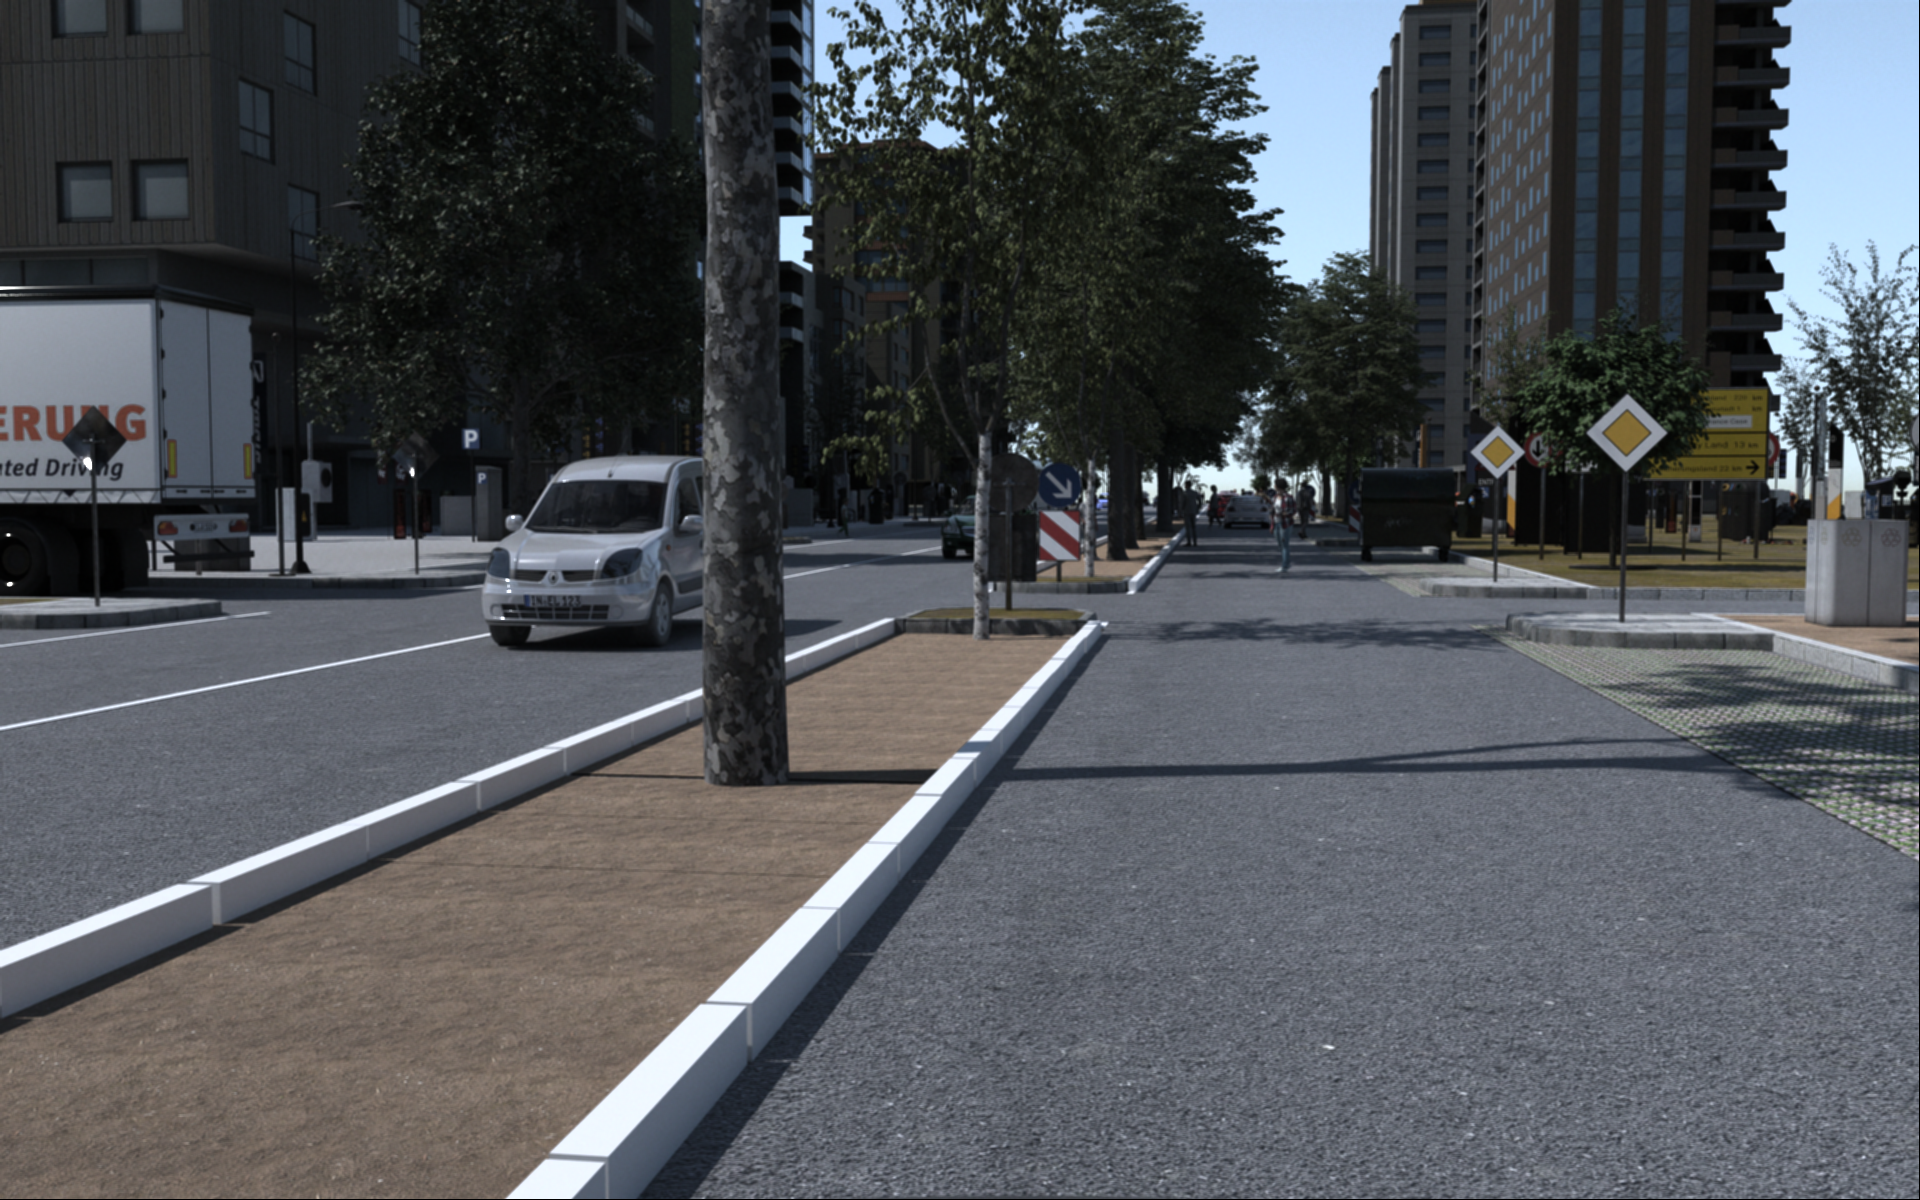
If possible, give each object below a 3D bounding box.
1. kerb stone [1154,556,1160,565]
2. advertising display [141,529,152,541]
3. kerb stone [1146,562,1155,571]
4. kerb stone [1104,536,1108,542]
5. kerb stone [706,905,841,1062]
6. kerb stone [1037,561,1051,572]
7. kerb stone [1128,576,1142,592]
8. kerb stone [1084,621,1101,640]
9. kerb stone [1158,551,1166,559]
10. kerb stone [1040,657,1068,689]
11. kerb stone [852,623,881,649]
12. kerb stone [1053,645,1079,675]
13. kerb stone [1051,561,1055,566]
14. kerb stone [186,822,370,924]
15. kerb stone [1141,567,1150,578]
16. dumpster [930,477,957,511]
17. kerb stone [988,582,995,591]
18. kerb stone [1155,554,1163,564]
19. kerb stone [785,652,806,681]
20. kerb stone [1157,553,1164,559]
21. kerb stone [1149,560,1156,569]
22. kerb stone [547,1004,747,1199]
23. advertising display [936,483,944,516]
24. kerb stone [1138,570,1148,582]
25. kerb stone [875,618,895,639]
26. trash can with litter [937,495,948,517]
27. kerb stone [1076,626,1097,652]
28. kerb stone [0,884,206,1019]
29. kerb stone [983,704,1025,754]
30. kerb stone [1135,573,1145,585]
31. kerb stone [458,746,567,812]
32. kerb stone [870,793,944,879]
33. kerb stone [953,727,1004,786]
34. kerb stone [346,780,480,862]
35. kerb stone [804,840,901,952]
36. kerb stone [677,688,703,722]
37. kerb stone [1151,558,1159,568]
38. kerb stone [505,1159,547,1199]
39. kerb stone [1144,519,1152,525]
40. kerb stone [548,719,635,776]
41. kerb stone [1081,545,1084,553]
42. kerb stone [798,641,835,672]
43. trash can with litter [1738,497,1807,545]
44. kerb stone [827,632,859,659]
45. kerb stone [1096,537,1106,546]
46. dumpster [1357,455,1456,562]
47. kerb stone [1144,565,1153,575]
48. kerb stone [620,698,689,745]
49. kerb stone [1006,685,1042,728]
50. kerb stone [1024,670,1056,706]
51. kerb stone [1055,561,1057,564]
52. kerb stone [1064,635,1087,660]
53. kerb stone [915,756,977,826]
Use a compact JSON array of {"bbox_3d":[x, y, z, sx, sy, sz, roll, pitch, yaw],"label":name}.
[{"bbox_3d":[3.792,-0.714,33.875,0.120,0.150,1.000,1,4,8],"label":"kerb stone"},{"bbox_3d":[-22.270,-2.585,47.484,0.974,1.923,0.123,-1,4,-13],"label":"advertising display"},{"bbox_3d":[3.339,-0.528,30.823,0.120,0.150,1.000,1,4,8],"label":"kerb stone"},{"bbox_3d":[4.127,-1.722,50.401,0.120,0.150,1.000,1,4,8],"label":"kerb stone"},{"bbox_3d":[-0.510,1.060,4.870,0.120,0.150,1.000,1,4,8],"label":"kerb stone"},{"bbox_3d":[1.580,-0.670,33.181,0.120,0.150,1.000,1,4,8],"label":"kerb stone"},{"bbox_3d":[2.586,-0.218,25.759,0.120,0.150,1.000,1,4,8],"label":"kerb stone"},{"bbox_3d":[1.298,0.314,17.069,0.120,0.150,1.000,1,4,8],"label":"kerb stone"},{"bbox_3d":[4.253,-0.892,36.911,0.120,0.150,1.000,1,4,8],"label":"kerb stone"},{"bbox_3d":[0.689,0.569,12.991,0.120,0.150,1.000,1,4,8],"label":"kerb stone"},{"bbox_3d":[-0.924,0.358,16.350,0.120,0.150,1.000,1,4,8],"label":"kerb stone"},{"bbox_3d":[0.843,0.501,14.012,0.120,0.150,1.000,1,4,8],"label":"kerb stone"},{"bbox_3d":[1.719,-0.733,34.198,0.120,0.150,1.000,1,4,8],"label":"kerb stone"},{"bbox_3d":[-2.429,0.977,6.223,0.120,0.150,1.000,1,4,8],"label":"kerb stone"},{"bbox_3d":[3.038,-0.403,28.794,0.120,0.150,1.000,1,4,8],"label":"kerb stone"},{"bbox_3d":[-1.074,-5.995,100.519,1.502,2.255,1.985,1,4,8],"label":"dumpster"},{"bbox_3d":[0.509,-0.236,26.059,0.120,0.150,1.000,1,4,8],"label":"kerb stone"},{"bbox_3d":[3.954,-0.775,34.889,0.120,0.150,1.000,1,4,8],"label":"kerb stone"},{"bbox_3d":[-1.377,0.543,13.311,0.120,0.150,1.000,1,4,8],"label":"kerb stone"},{"bbox_3d":[4.103,-0.838,35.900,0.120,0.150,1.000,1,4,8],"label":"kerb stone"},{"bbox_3d":[3.485,-0.588,31.842,0.120,0.150,1.000,1,4,8],"label":"kerb stone"},{"bbox_3d":[-0.667,1.122,3.859,0.120,0.150,1.000,1,4,8],"label":"kerb stone"},{"bbox_3d":[-1.106,-5.670,97.911,0.123,1.923,0.974,1,4,20],"label":"advertising display"},{"bbox_3d":[2.896,-0.339,27.779,0.120,0.150,1.000,1,4,8],"label":"kerb stone"},{"bbox_3d":[-0.781,0.296,17.363,0.120,0.150,1.000,1,4,8],"label":"kerb stone"},{"bbox_3d":[-1.377,-5.193,95.970,2.233,1.210,1.678,-1,4,-15],"label":"trash can with litter"},{"bbox_3d":[1.147,0.379,16.052,0.120,0.150,1.000,1,4,8],"label":"kerb stone"},{"bbox_3d":[-2.585,1.040,5.196,0.120,0.150,1.000,1,4,8],"label":"kerb stone"},{"bbox_3d":[0.242,0.750,9.940,0.120,0.150,1.000,1,4,8],"label":"kerb stone"},{"bbox_3d":[2.735,-0.280,26.770,0.120,0.150,1.000,1,4,8],"label":"kerb stone"},{"bbox_3d":[-2.131,0.855,8.250,0.120,0.150,1.000,1,4,8],"label":"kerb stone"},{"bbox_3d":[-0.210,0.941,6.901,0.120,0.150,1.000,1,4,8],"label":"kerb stone"},{"bbox_3d":[0.090,0.812,8.923,0.120,0.150,1.000,1,4,8],"label":"kerb stone"},{"bbox_3d":[-2.286,0.919,7.236,0.120,0.150,1.000,1,4,8],"label":"kerb stone"},{"bbox_3d":[-0.360,1.001,5.889,0.120,0.150,1.000,1,4,8],"label":"kerb stone"},{"bbox_3d":[-1.672,0.668,11.286,0.120,0.150,1.000,1,4,8],"label":"kerb stone"},{"bbox_3d":[3.646,-0.646,32.864,0.120,0.150,1.000,1,4,8],"label":"kerb stone"},{"bbox_3d":[-0.813,1.184,2.843,0.120,0.150,1.000,1,4,8],"label":"kerb stone"},{"bbox_3d":[9.099,-3.770,83.837,0.120,0.150,1.000,1,4,8],"label":"kerb stone"},{"bbox_3d":[-1.979,0.791,9.264,0.120,0.150,1.000,1,4,8],"label":"kerb stone"},{"bbox_3d":[3.235,-1.351,44.333,0.120,0.150,1.000,1,4,8],"label":"kerb stone"},{"bbox_3d":[-1.224,0.482,14.322,0.120,0.150,1.000,1,4,8],"label":"kerb stone"},{"bbox_3d":[20.977,-2.036,44.353,2.233,1.210,1.678,1,4,10],"label":"trash can with litter"},{"bbox_3d":[-1.083,0.420,15.336,0.120,0.150,1.000,1,4,8],"label":"kerb stone"},{"bbox_3d":[3.988,-1.663,49.387,0.120,0.150,1.000,1,4,8],"label":"kerb stone"},{"bbox_3d":[9.426,-1.939,36.656,1.985,2.255,1.502,1,4,9],"label":"dumpster"},{"bbox_3d":[3.193,-0.465,29.804,0.120,0.150,1.000,1,4,8],"label":"kerb stone"},{"bbox_3d":[-1.831,0.731,10.276,0.120,0.150,1.000,1,4,8],"label":"kerb stone"},{"bbox_3d":[0.392,0.687,10.956,0.120,0.150,1.000,1,4,8],"label":"kerb stone"},{"bbox_3d":[0.540,0.625,11.979,0.120,0.150,1.000,1,4,8],"label":"kerb stone"},{"bbox_3d":[1.879,-0.796,35.207,0.120,0.150,1.000,1,4,8],"label":"kerb stone"},{"bbox_3d":[0.986,0.439,15.034,0.120,0.150,1.000,1,4,8],"label":"kerb stone"},{"bbox_3d":[-0.064,0.875,7.912,0.120,0.150,1.000,1,4,8],"label":"kerb stone"}]
